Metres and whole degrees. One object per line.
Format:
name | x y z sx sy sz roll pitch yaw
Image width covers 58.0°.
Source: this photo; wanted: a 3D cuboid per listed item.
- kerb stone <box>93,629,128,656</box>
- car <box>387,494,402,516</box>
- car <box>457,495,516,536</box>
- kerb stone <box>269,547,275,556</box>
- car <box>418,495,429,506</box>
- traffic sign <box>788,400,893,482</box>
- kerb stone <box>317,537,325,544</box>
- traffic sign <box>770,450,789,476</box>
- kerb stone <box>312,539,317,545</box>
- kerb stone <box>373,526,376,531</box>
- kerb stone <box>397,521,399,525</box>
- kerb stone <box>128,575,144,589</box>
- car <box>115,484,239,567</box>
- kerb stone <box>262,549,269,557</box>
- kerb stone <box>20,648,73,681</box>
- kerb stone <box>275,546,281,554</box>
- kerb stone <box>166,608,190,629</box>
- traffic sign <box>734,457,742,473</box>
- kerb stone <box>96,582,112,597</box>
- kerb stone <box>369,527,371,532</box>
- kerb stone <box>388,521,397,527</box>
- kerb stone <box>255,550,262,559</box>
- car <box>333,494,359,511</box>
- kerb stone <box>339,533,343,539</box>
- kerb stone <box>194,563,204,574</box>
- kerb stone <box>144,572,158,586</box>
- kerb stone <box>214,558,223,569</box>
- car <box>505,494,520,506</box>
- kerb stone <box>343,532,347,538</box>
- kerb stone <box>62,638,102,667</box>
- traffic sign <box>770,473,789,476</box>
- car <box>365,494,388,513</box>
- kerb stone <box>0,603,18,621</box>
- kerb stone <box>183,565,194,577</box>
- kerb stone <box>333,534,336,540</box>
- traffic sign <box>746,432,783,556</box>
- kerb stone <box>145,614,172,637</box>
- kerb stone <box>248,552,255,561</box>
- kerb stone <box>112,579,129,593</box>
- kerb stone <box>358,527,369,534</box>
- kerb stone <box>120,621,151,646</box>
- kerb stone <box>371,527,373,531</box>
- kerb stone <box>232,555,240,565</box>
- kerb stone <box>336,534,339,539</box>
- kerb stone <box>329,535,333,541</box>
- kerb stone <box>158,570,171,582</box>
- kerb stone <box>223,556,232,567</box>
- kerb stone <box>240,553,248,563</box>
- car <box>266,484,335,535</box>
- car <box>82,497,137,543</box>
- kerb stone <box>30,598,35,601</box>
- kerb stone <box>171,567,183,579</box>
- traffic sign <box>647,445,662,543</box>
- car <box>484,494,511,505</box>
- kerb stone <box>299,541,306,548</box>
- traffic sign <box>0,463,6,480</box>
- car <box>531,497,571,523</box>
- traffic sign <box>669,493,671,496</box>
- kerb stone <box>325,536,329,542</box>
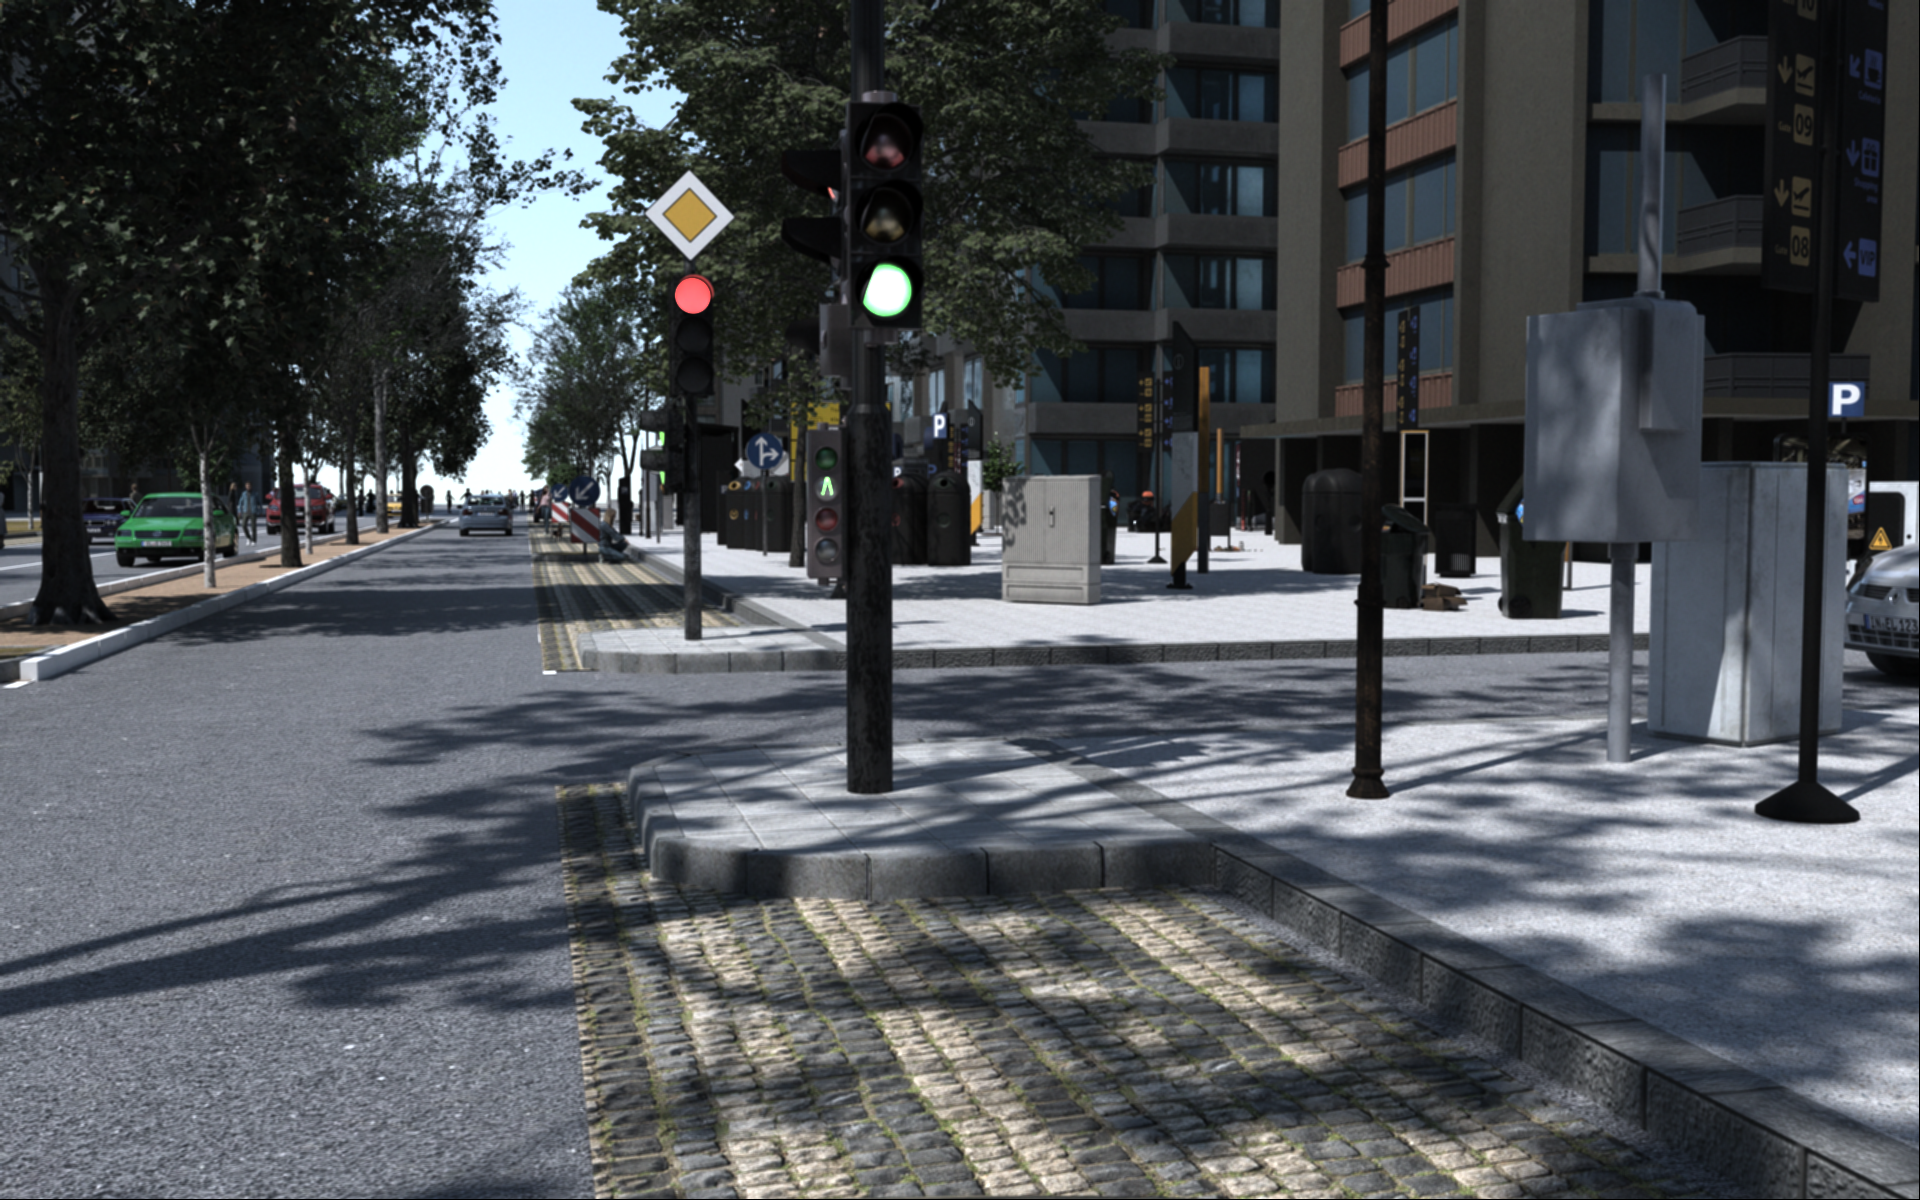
kerb stone | -7.748 0.399 15.707 0.120 0.150 1.000 -1 4 -14
car | -32.962 -5.587 101.563 2.015 1.641 3.980 -1 4 -15
car | -16.432 -2.941 60.085 2.014 1.417 4.499 -1 4 -14
kerb stone | -16.027 -1.090 40.056 0.120 0.150 1.000 -1 4 -14
car | -58.789 -10.830 189.432 2.083 1.381 4.827 -1 4 -13
traffic sign | -2.596 -2.682 37.717 2.265 3.308 0.079 -1 4 -11
kerb stone | -18.521 -1.697 49.996 0.120 0.150 1.000 -1 4 -14
traffic sign | -5.187 -3.044 49.868 0.768 2.556 0.104 -1 4 -10
kerb stone | -18.028 -1.579 48.012 0.120 0.150 1.000 -1 4 -14
kerb stone | -22.780 -2.732 66.916 0.120 0.150 1.000 -1 4 -14
kerb stone | -25.777 -3.465 78.855 0.120 0.150 1.000 -1 4 -14
kerb stone | -12.526 -0.241 26.134 0.120 0.150 1.000 -1 4 -14
car | -16.122 -1.649 35.761 1.959 1.807 4.718 -1 4 -14
kerb stone | -15.779 -1.027 39.052 0.120 0.150 1.000 -1 4 -14
kerb stone | -7.242 0.518 13.727 0.120 0.150 1.000 -1 4 -14
kerb stone | -16.274 -1.150 41.048 0.120 0.150 1.000 -1 4 -14
kerb stone | -8.495 0.217 18.688 0.120 0.150 1.000 -1 4 -14
traffic sign | -5.445 -2.668 44.807 0.795 2.450 0.064 -1 4 -9
kerb stone | -12.027 -0.118 24.131 0.120 0.150 1.000 -1 4 -14
kerb stone | -22.281 -2.614 64.929 0.120 0.150 1.000 -1 4 -14
kerb stone | -25.533 -3.404 77.860 0.120 0.150 1.000 -1 4 -14
kerb stone | -15.534 -0.963 38.058 0.120 0.150 1.000 -1 4 -14
car | -52.360 -8.418 147.864 2.015 1.641 3.980 -1 4 -13
kerb stone | -19.783 -2.005 54.976 0.120 0.150 1.000 -1 4 -14
kerb stone | -13.780 -0.545 31.109 0.120 0.150 1.000 -1 4 -14
kerb stone | -12.770 -0.302 27.129 0.120 0.150 1.000 -1 4 -14
kerb stone | -14.276 -0.667 33.095 0.120 0.150 1.000 -1 4 -14
car | -54.024 -12.024 208.381 2.131 1.459 4.920 -1 4 -16
kerb stone | -20.024 -2.067 55.985 0.120 0.150 1.000 -1 4 -14
kerb stone | -7.501 0.458 14.715 0.120 0.150 1.000 -1 4 -14
traffic sign | -6.029 -3.482 56.936 0.884 2.594 0.081 -1 4 -11
car | -45.017 -7.498 134.392 2.131 1.459 4.920 -1 4 -14
kerb stone | -11.025 0.130 20.152 0.120 0.150 1.000 -1 4 -14
kerb stone | -13.520 -0.484 30.117 0.120 0.150 1.000 -1 4 -14
kerb stone | -19.275 -1.883 52.977 0.120 0.150 1.000 -1 4 -14
traffic sign | -4.051 -2.191 35.936 0.768 2.556 0.104 0 4 -8
kerb stone | -8.242 0.276 17.697 0.120 0.150 1.000 -1 4 -14
kerb stone | -15.277 -0.909 37.069 0.120 0.150 1.000 -1 4 -14
kerb stone | -12.280 -0.176 25.138 0.120 0.150 1.000 -1 4 -14
kerb stone | -22.029 -2.552 63.935 0.120 0.150 1.000 -1 4 -14
kerb stone | -8.000 0.336 16.702 0.120 0.150 1.000 -1 4 -14
kerb stone | -22.528 -2.674 65.921 0.120 0.150 1.000 -1 4 -14
kerb stone | -14.778 -0.783 35.084 0.120 0.150 1.000 -1 4 -14
kerb stone | -19.537 -1.944 53.978 0.120 0.150 1.000 -1 4 -14
kerb stone | -19.020 -1.818 51.985 0.120 0.150 1.000 -1 4 -14
kerb stone | -13.028 -0.363 28.127 0.120 0.150 1.000 -1 4 -14
kerb stone | -14.530 -0.727 34.087 0.120 0.150 1.000 -1 4 -14
kerb stone | -15.028 -0.849 36.074 0.120 0.150 1.000 -1 4 -14
car | -23.931 -3.319 62.941 2.281 1.827 5.304 -1 4 -16
car | -24.701 -2.286 49.955 1.945 1.354 3.894 -1 4 -16
kerb stone | -11.273 0.064 21.149 0.120 0.150 1.000 -1 4 -14
kerb stone | -13.276 -0.422 29.120 0.120 0.150 1.000 -1 4 -14
traffic sign | -7.889 -2.761 45.246 0.768 2.556 0.104 -1 4 -13
car | -29.045 -5.876 107.876 2.131 1.459 4.920 -1 4 -16
kerb stone | -17.785 -1.518 47.016 0.120 0.150 1.000 -1 4 -14
traffic sign | -37.403 -4.102 67.174 0.768 2.556 0.104 -1 4 -12
car | -20.336 -4.503 86.207 1.945 1.354 3.894 -1 4 -13
traffic sign | -15.080 -5.501 90.040 0.768 2.556 0.104 -1 4 -9
kerb stone | -18.778 -1.758 50.985 0.120 0.150 1.000 -1 4 -14
